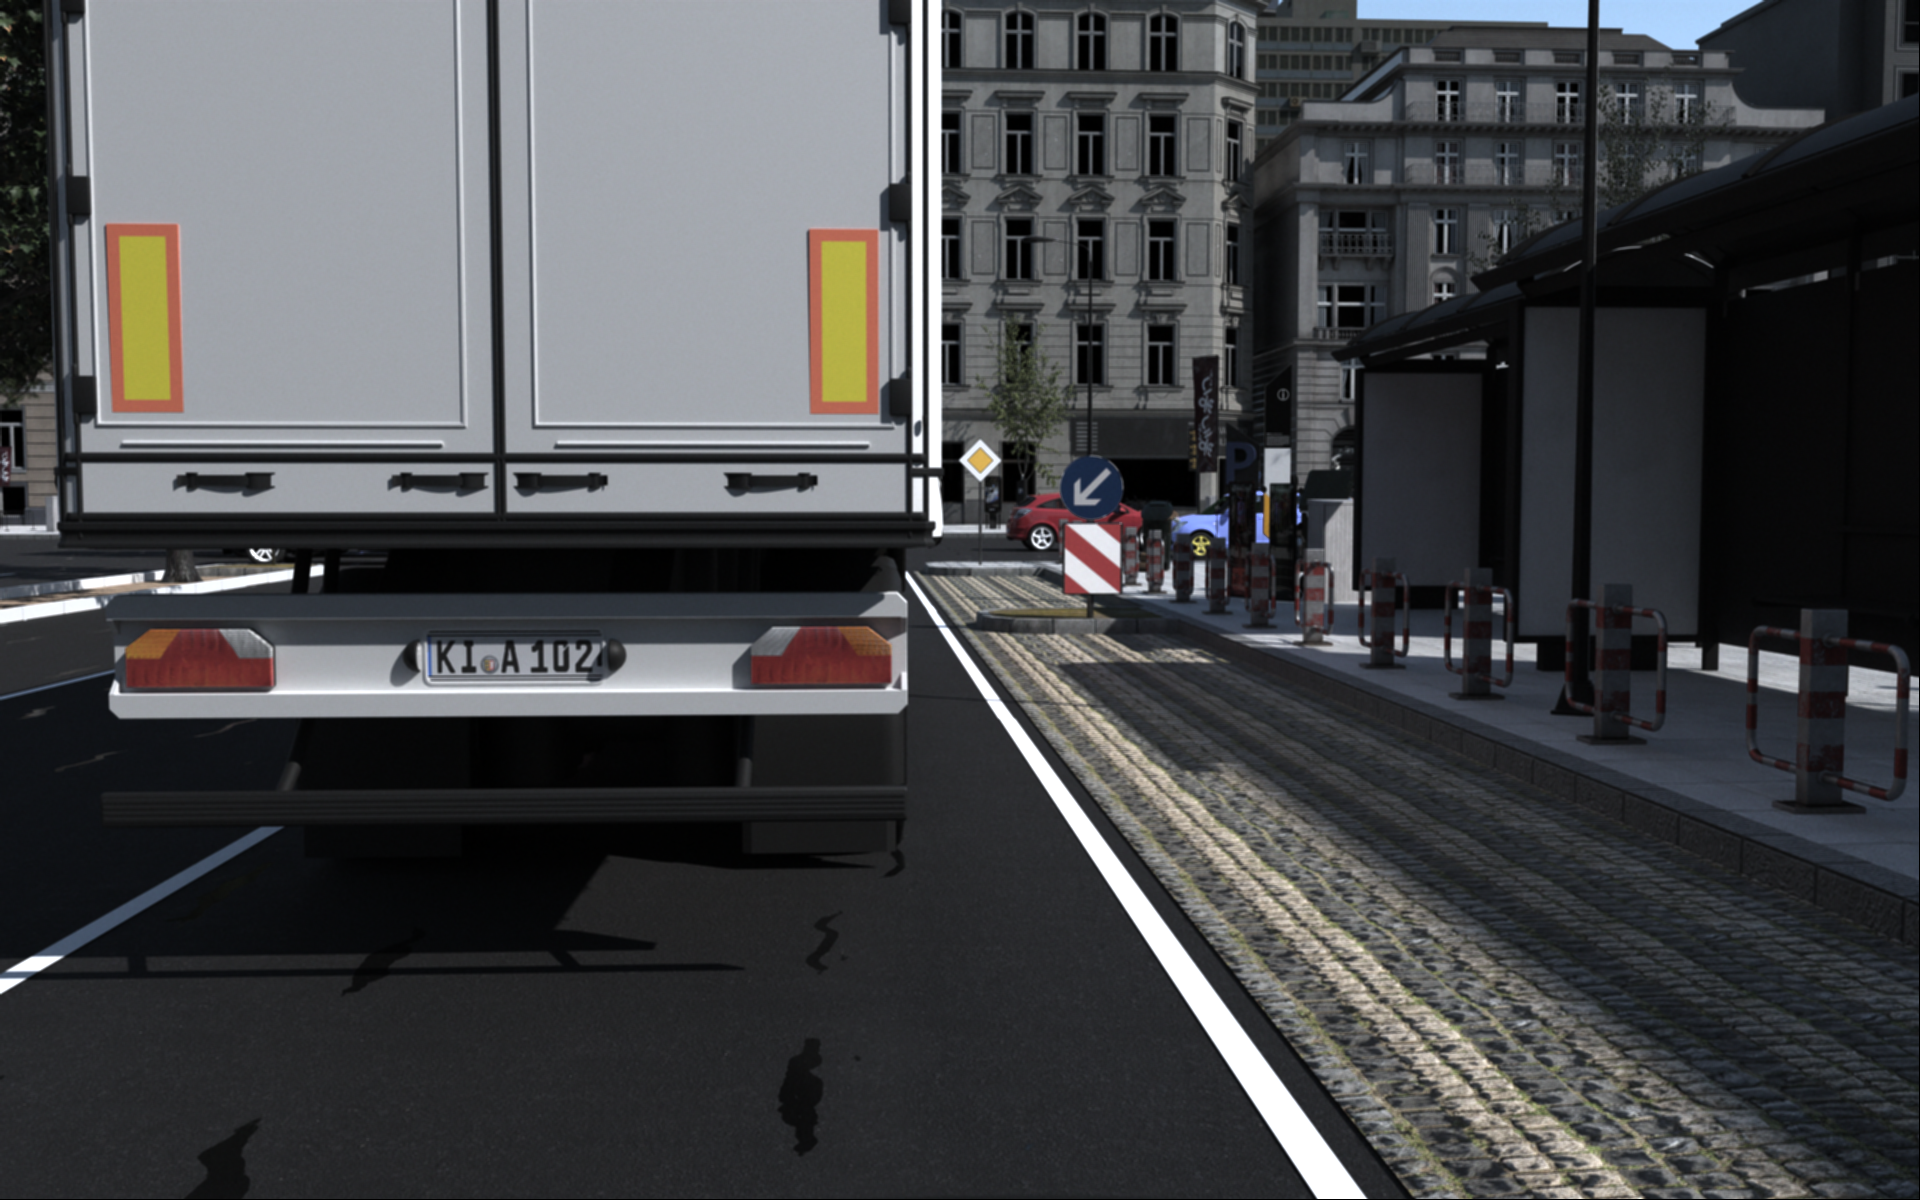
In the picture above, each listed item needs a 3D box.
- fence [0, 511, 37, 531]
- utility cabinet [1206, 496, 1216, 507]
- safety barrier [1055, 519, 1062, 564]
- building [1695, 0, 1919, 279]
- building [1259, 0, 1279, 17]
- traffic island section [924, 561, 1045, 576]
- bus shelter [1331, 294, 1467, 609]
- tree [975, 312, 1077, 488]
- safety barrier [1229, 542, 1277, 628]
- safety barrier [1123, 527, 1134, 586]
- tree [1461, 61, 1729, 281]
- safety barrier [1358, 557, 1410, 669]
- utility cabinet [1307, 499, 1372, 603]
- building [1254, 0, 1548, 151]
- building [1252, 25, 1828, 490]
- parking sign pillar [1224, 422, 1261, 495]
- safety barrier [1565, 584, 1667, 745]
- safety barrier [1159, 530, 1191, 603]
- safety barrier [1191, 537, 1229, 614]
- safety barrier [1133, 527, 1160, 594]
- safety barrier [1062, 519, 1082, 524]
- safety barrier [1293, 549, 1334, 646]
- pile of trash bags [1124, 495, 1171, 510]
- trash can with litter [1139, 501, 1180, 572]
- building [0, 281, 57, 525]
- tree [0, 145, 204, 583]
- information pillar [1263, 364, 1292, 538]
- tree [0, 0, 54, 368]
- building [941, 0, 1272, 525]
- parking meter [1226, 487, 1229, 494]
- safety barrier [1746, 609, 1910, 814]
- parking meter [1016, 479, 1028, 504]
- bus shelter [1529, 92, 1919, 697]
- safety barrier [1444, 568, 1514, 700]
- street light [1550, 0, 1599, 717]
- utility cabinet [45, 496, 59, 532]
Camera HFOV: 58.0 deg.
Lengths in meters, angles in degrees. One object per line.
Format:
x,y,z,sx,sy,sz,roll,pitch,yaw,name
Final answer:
-34.443,-2.879,62.450,2.069,0.683,0.278,0,4,-4,fence
9.197,-3.198,63.454,0.306,1.237,1.020,0,3,0,utility cabinet
1.907,-1.080,31.935,0.300,0.817,1.120,0,4,-4,safety barrier
49.373,-17.599,81.249,24.014,27.812,14.314,0,4,-4,building
18.308,-37.967,162.764,21.231,58.520,28.212,0,4,-4,building
0.386,-0.555,31.353,2.009,0.180,2.903,0,4,-4,traffic island section
5.333,-1.397,16.762,2.014,3.302,5.546,0,4,-4,bus shelter
2.590,-7.288,69.524,4.737,8.622,4.395,0,3,0,tree
2.874,-0.142,16.597,0.300,0.817,1.120,0,4,-4,safety barrier
2.392,-0.611,24.265,0.300,0.817,1.120,0,4,-4,safety barrier
11.186,-4.872,30.016,4.360,8.622,3.978,0,3,0,tree
3.116,0.093,12.759,0.300,0.817,1.120,0,4,-4,safety barrier
4.611,-0.586,20.748,1.020,1.237,0.306,-3,4,-36,utility cabinet
26.271,-27.268,137.719,32.217,40.220,23.993,0,4,-4,building
25.410,-14.541,79.537,24.055,21.916,13.314,0,4,-4,building
10.543,-4.658,64.635,1.447,3.967,1.447,1,4,19,parking sign pillar
3.362,0.328,8.918,0.300,0.817,1.120,0,4,-4,safety barrier
2.631,-0.376,20.431,0.300,0.817,1.120,0,4,-4,safety barrier
2.754,-0.259,18.510,0.300,0.817,1.120,0,4,-4,safety barrier
2.513,-0.494,22.348,0.300,0.817,1.120,0,4,-4,safety barrier
2.027,-0.963,30.022,0.300,0.817,1.120,0,4,-4,safety barrier
2.996,-0.025,14.679,0.300,0.817,1.120,0,4,-4,safety barrier
6.936,-3.725,70.657,3.447,1.369,1.912,-1,4,-12,pile of trash bags
3.298,-1.071,28.895,0.624,1.170,1.055,1,4,15,trash can with litter
-41.630,-17.733,75.835,20.117,28.700,13.634,0,4,-4,building
-12.674,-6.305,27.596,6.751,12.117,7.091,0,3,0,tree
5.735,-2.439,31.236,0.504,3.616,0.183,0,4,-2,information pillar
-11.474,-6.091,19.057,9.611,12.733,9.660,0,3,0,tree
-8.999,-18.520,79.217,44.131,29.872,17.030,0,4,-4,building
9.530,-3.208,60.861,0.372,1.533,0.369,0,3,0,parking meter
3.483,0.445,7.002,0.300,0.817,1.120,0,4,-4,safety barrier
2.382,-3.724,66.595,0.399,1.863,0.255,2,4,34,parking meter
4.902,-0.985,10.021,2.014,3.302,5.546,0,4,-4,bus shelter
3.241,0.210,10.846,0.300,0.817,1.120,0,4,-4,safety barrier
3.079,-2.287,9.930,1.470,5.913,1.316,0,4,-4,street light
-30.459,-2.901,58.592,0.306,1.237,1.020,1,4,11,utility cabinet
